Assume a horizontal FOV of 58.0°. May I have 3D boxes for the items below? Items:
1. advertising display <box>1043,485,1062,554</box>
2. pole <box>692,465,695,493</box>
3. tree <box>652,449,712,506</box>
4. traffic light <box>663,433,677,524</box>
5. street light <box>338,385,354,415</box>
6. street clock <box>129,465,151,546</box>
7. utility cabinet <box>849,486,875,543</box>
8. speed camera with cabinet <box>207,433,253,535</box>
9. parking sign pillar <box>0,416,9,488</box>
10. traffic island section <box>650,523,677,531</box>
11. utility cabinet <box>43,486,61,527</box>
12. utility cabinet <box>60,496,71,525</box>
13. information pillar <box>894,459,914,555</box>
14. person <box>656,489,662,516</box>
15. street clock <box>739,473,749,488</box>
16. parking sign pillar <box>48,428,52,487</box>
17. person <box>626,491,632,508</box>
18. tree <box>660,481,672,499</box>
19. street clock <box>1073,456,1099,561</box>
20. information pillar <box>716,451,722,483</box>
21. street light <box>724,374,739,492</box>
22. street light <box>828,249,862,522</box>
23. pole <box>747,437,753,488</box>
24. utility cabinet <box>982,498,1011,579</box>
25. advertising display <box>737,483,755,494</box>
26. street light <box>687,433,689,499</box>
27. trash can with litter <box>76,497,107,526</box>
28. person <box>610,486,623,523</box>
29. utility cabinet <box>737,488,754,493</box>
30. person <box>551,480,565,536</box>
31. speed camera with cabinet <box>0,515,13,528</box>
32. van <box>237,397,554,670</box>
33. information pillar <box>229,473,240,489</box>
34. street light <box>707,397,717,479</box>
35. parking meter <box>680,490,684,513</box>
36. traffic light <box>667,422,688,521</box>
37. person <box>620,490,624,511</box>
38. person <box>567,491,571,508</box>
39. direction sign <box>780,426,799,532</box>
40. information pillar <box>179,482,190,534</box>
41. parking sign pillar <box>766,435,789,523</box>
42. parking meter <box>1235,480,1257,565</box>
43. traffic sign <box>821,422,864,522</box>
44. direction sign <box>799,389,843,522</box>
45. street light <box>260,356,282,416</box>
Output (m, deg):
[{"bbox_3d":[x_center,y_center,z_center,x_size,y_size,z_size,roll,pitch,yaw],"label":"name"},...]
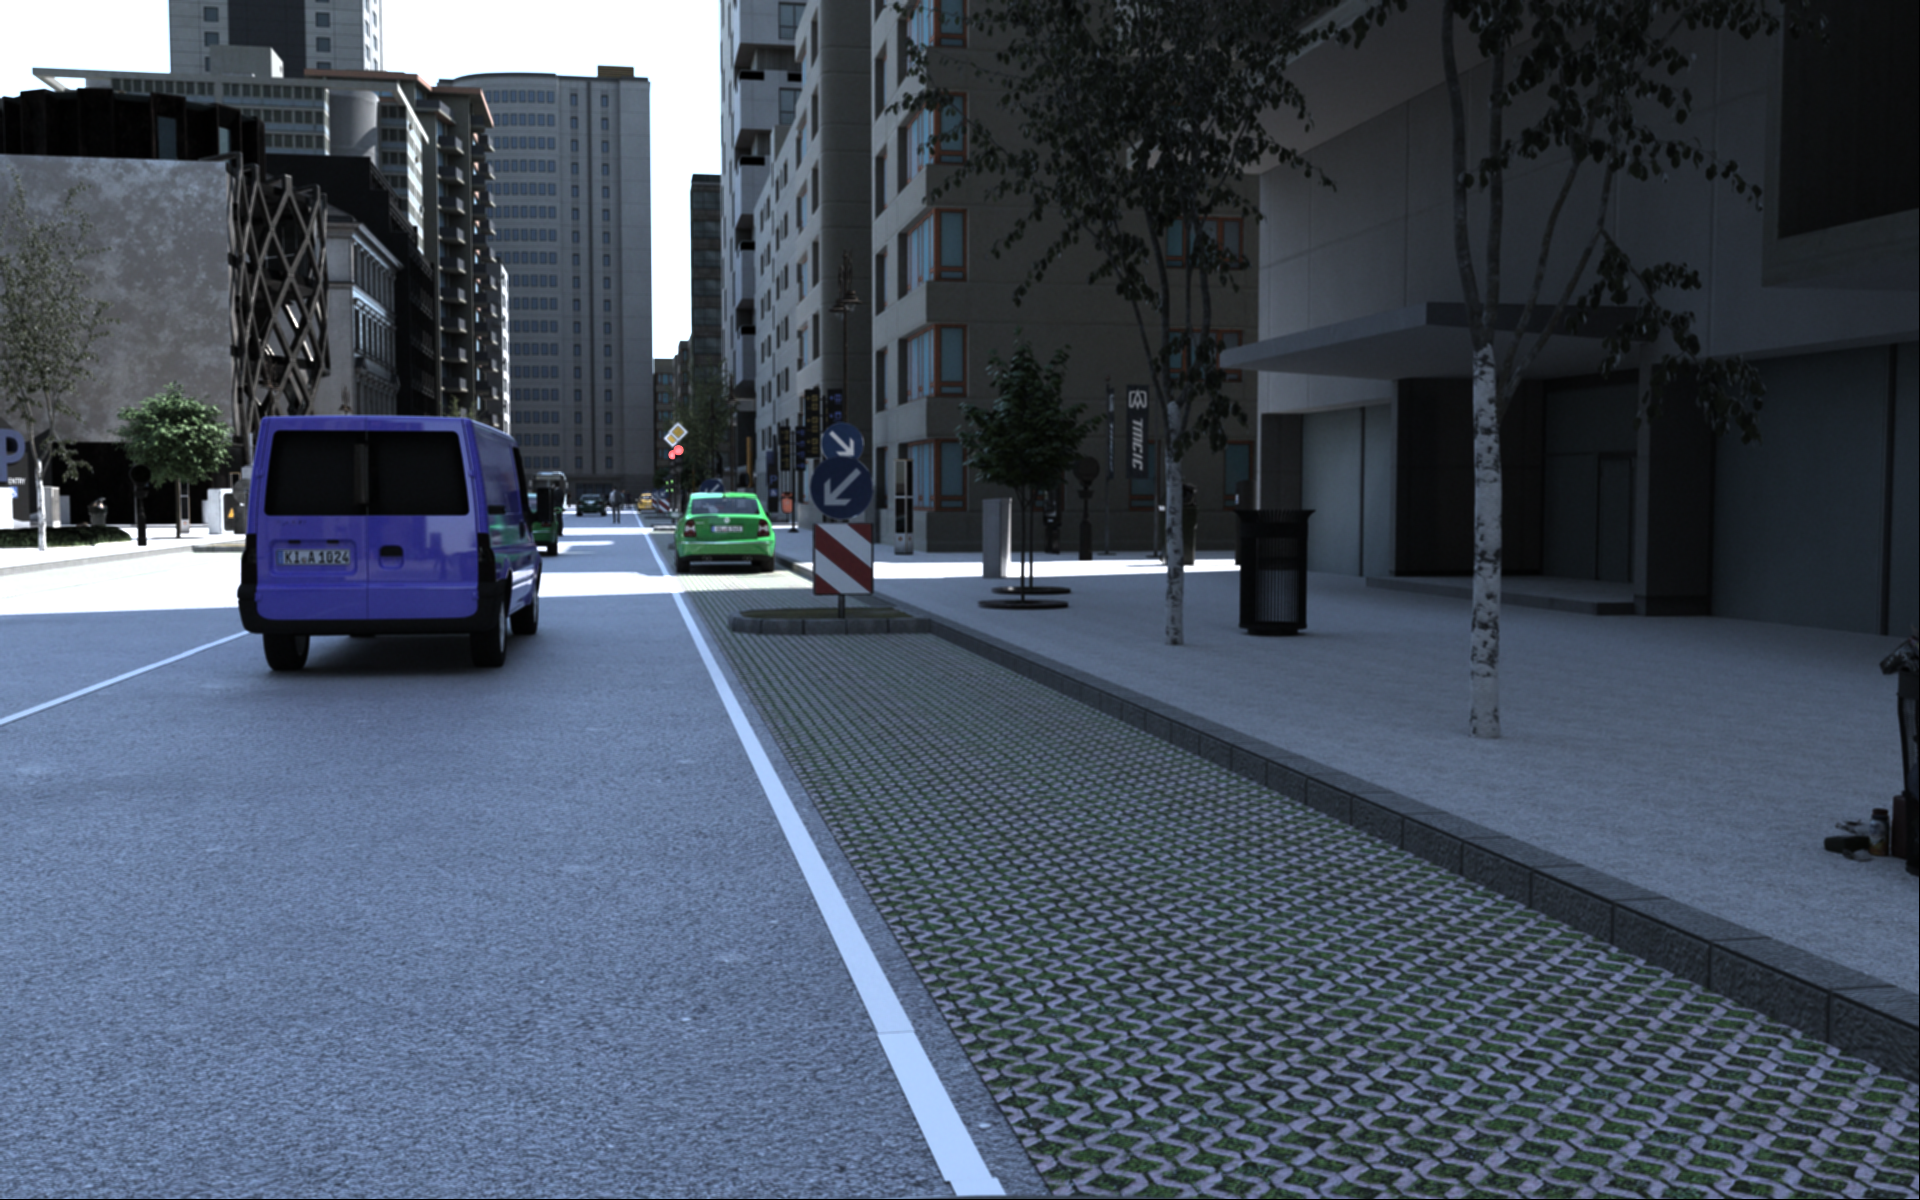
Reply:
[{"bbox_3d":[1.987,-1.959,37.236,0.123,1.923,0.974,-1,4,-14],"label":"advertising display"},{"bbox_3d":[-18.347,-7.680,119.404,0.158,3.312,0.155,0,3,0],"label":"pole"},{"bbox_3d":[-19.055,-8.482,122.399,4.285,4.588,4.351,0,3,0],"label":"tree"},{"bbox_3d":[-12.484,-5.279,75.232,0.839,4.253,0.868,-1,4,-11],"label":"traffic light"},{"bbox_3d":[-26.101,-6.174,73.740,0.468,5.910,1.993,-1,4,-11],"label":"street light"},{"bbox_3d":[-20.152,-2.327,42.618,0.471,2.002,0.358,-2,4,-34],"label":"street clock"},{"bbox_3d":[-2.578,-2.236,45.233,0.318,1.500,1.173,-2,4,-25],"label":"utility cabinet"},{"bbox_3d":[-23.044,-3.732,55.352,0.660,3.252,2.038,2,4,25],"label":"speed camera with cabinet"},{"bbox_3d":[-28.514,-3.874,51.804,1.447,3.967,1.447,1,4,12],"label":"parking sign pillar"},{"bbox_3d":[-12.443,-3.246,75.353,2.009,0.180,2.903,-1,4,-11],"label":"traffic island section"},{"bbox_3d":[-26.070,-2.508,49.680,0.318,1.500,1.173,-1,4,-18],"label":"utility cabinet"},{"bbox_3d":[-37.597,-3.723,72.033,1.020,1.237,0.306,-2,4,-34],"label":"utility cabinet"},{"bbox_3d":[-1.188,-1.968,36.676,0.304,2.012,0.304,2,4,29],"label":"information pillar"},{"bbox_3d":[-18.595,-6.018,107.468,0.480,1.755,0.524,0,4,3],"label":"person"},{"bbox_3d":[-7.475,-3.396,60.089,0.358,2.002,0.471,1,4,10],"label":"street clock"},{"bbox_3d":[-37.692,-5.014,70.445,1.447,3.967,1.447,-3,5,-40],"label":"parking sign pillar"},{"bbox_3d":[-32.856,-9.983,172.166,0.568,1.767,0.683,2,4,27],"label":"person"},{"bbox_3d":[-30.604,-11.495,182.551,1.663,3.219,1.824,0,3,0],"label":"tree"},{"bbox_3d":[2.420,-1.758,33.307,0.471,2.002,0.358,-2,4,-26],"label":"street clock"},{"bbox_3d":[-12.921,-6.217,93.007,0.183,3.616,0.504,-3,4,-38],"label":"information pillar"},{"bbox_3d":[-8.812,-5.755,66.885,0.468,5.910,1.993,-1,4,-11],"label":"street light"},{"bbox_3d":[-2.169,-3.671,32.816,0.468,5.910,1.993,-1,4,-11],"label":"street light"},{"bbox_3d":[-7.493,-4.153,61.746,0.158,3.312,0.155,0,3,0],"label":"pole"},{"bbox_3d":[0.565,-0.954,26.759,0.306,1.237,1.020,1,4,10],"label":"utility cabinet"},{"bbox_3d":[-12.105,-5.672,97.945,0.974,1.923,0.123,0,4,1],"label":"advertising display"},{"bbox_3d":[-18.233,-8.748,115.811,0.468,5.910,1.993,-1,4,-11],"label":"street light"},{"bbox_3d":[-29.942,-2.950,59.617,1.055,1.170,0.624,0,4,-7],"label":"trash can with litter"},{"bbox_3d":[-16.948,-4.701,85.468,0.679,1.850,0.850,-1,4,-20],"label":"person"},{"bbox_3d":[-7.349,-3.091,59.221,0.318,1.500,1.173,0,4,7],"label":"utility cabinet"},{"bbox_3d":[-13.764,-3.130,59.044,0.474,1.900,0.648,0,4,-2],"label":"person"},{"bbox_3d":[-25.954,-3.133,45.566,2.038,3.252,0.660,1,4,18],"label":"speed camera with cabinet"},{"bbox_3d":[-4.978,-0.701,15.849,2.240,2.365,5.245,-1,4,-9],"label":"van"},{"bbox_3d":[-24.908,-3.367,59.536,0.304,2.012,0.304,-2,4,-32],"label":"information pillar"},{"bbox_3d":[-11.790,-6.714,82.562,0.468,5.910,1.993,-1,4,-11],"label":"street light"},{"bbox_3d":[-19.343,-6.828,120.050,0.372,1.533,0.369,0,3,0],"label":"parking meter"},{"bbox_3d":[-10.969,-4.799,67.391,0.839,4.253,0.868,-1,4,-11],"label":"traffic light"},{"bbox_3d":[-28.090,-8.265,143.974,0.444,1.785,0.601,1,4,17],"label":"person"},{"bbox_3d":[-41.134,-10.549,181.801,0.721,1.723,1.217,-2,4,-35],"label":"person"},{"bbox_3d":[-5.591,-4.038,58.022,0.876,3.537,0.379,1,4,11],"label":"direction sign"},{"bbox_3d":[-25.204,-3.161,56.172,0.304,2.012,0.304,-3,5,-43],"label":"information pillar"},{"bbox_3d":[-8.426,-5.468,77.867,1.447,3.967,1.447,-1,4,-10],"label":"parking sign pillar"},{"bbox_3d":[5.177,-1.404,31.374,0.372,1.533,0.369,0,3,0],"label":"parking meter"},{"bbox_3d":[-2.094,-1.877,30.787,0.768,2.556,0.104,-1,4,-9],"label":"traffic sign"},{"bbox_3d":[-2.935,-2.778,37.421,0.876,3.537,0.379,1,4,18],"label":"direction sign"},{"bbox_3d":[-23.089,-5.221,58.150,0.468,5.910,1.993,-1,4,-11],"label":"street light"}]
